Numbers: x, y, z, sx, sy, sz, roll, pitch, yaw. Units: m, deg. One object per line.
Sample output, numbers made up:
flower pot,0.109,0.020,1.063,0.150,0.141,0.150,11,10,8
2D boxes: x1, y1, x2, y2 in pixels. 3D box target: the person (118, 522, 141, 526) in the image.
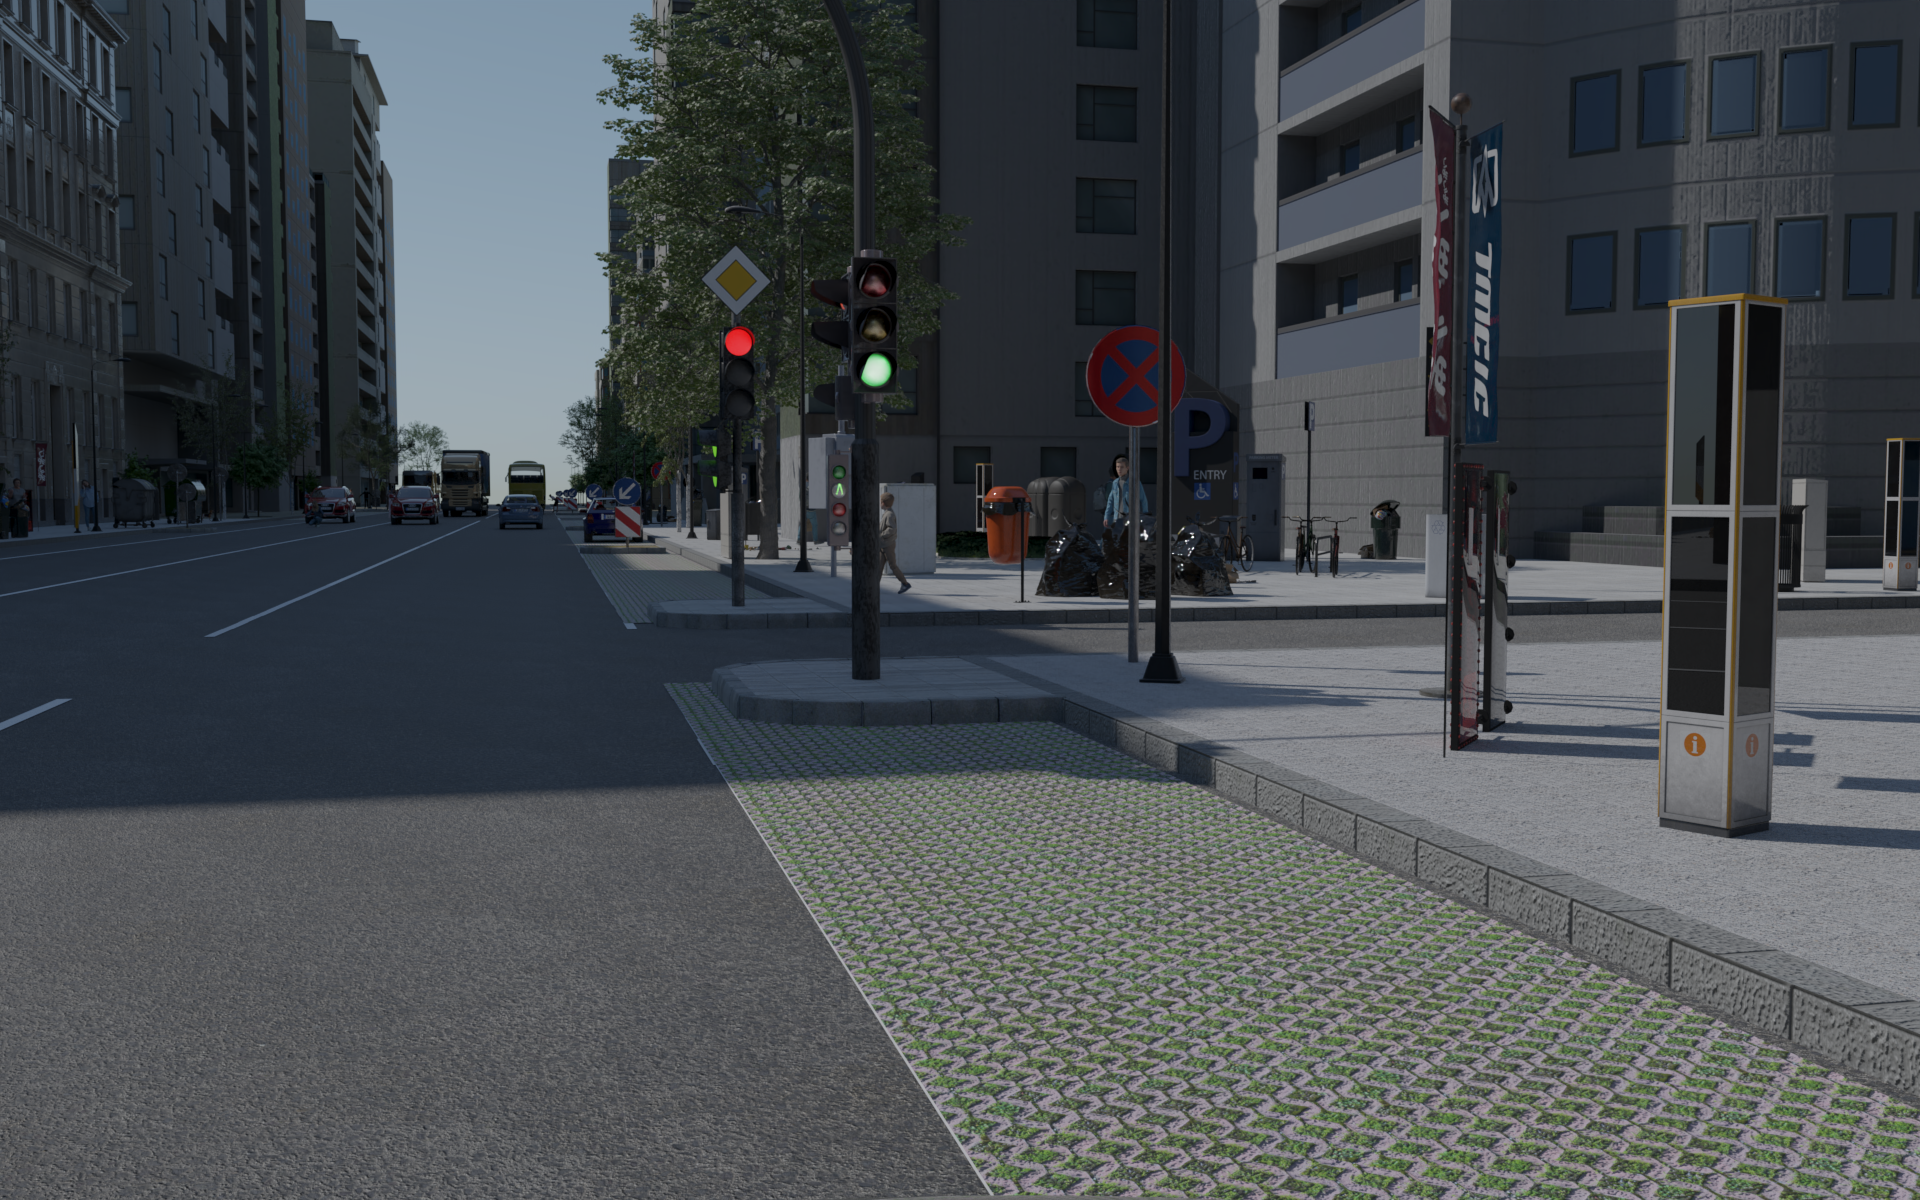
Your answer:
person,-33.083,-3.830,68.943,0.850,1.792,0.678,-3,5,-42

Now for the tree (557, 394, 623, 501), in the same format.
tree,-37.692,-15.417,177.817,9.928,11.665,9.643,0,3,0

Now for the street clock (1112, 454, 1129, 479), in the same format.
street clock,2.967,-1.626,31.156,0.358,2.002,0.471,-2,4,-35

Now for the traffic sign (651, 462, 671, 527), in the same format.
traffic sign,-11.740,-4.159,68.098,0.768,2.556,0.104,0,4,-4

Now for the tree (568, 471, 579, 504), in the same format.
tree,-26.689,-8.916,129.485,4.285,4.588,4.351,0,3,0

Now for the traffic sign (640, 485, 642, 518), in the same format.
traffic sign,-15.042,-4.989,81.669,0.768,2.556,0.104,-1,4,-9

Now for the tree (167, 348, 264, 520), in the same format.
tree,-37.224,-8.345,86.800,4.360,8.622,3.978,0,3,0

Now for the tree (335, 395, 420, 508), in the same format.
tree,-55.087,-13.984,163.052,8.767,10.594,7.601,-1,4,-9

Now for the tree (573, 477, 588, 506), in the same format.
tree,-42.222,-12.143,193.143,1.663,3.219,1.824,0,3,0

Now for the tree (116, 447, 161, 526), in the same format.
tree,-33.609,-4.646,70.569,1.663,3.219,1.824,0,3,0

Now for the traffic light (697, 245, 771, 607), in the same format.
traffic light,-2.556,-1.883,19.701,0.839,4.253,0.868,-1,4,-14

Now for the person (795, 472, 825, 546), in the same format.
person,-3.744,-2.239,42.637,0.713,1.824,0.794,-2,4,-34

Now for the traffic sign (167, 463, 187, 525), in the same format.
traffic sign,-32.566,-4.402,72.074,0.768,2.556,0.104,-1,4,-13

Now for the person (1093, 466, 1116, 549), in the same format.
person,2.899,-1.638,32.812,0.713,1.824,0.794,1,4,21

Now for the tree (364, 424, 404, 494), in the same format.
tree,-57.773,-13.657,173.655,4.737,8.622,4.395,0,3,0

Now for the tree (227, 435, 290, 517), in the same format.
tree,-39.112,-6.898,96.500,4.285,4.588,4.351,0,3,0

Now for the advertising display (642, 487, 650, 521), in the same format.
advertising display,-14.918,-4.719,82.368,0.123,1.923,0.974,1,4,9

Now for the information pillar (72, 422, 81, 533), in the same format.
information pillar,-29.042,-4.010,56.917,0.183,3.616,0.504,-1,4,-19

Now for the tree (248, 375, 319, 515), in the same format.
tree,-41.575,-9.600,107.329,4.737,8.622,4.395,0,3,0

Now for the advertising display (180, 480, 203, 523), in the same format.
advertising display,-34.070,-4.371,76.672,0.974,1.923,0.123,-2,4,-26

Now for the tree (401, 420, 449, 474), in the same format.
tree,-74.933,-19.424,243.333,9.928,11.665,9.643,0,3,0

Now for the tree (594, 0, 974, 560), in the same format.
tree,-3.397,-7.079,33.873,7.486,12.596,7.792,0,3,0

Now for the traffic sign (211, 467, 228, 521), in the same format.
traffic sign,-35.040,-5.011,82.028,0.768,2.556,0.104,-1,4,-10

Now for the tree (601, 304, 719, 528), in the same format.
tree,-10.445,-7.010,64.973,4.360,8.622,3.978,0,3,0

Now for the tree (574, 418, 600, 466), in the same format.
tree,-34.543,-13.028,163.371,4.360,8.622,3.978,0,3,0

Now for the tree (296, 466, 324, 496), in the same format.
tree,-44.084,-7.515,117.463,1.663,3.219,1.824,0,3,0

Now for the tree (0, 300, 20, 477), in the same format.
tree,-26.538,-5.791,45.046,4.360,8.622,3.978,0,3,0

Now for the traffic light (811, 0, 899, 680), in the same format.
traffic light,-2.697,-2.241,11.310,4.771,5.953,1.251,-1,4,-14

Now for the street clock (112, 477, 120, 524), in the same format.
street clock,-36.196,-4.266,74.321,0.358,2.002,0.471,-1,4,-16

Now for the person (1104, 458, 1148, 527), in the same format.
person,2.335,-1.094,24.269,0.601,1.785,0.444,3,5,41

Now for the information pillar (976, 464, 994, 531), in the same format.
information pillar,0.601,-2.292,41.959,0.304,2.012,0.304,-2,4,-34

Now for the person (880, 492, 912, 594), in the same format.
person,-0.922,-0.725,22.173,0.640,1.303,0.475,-1,4,-23

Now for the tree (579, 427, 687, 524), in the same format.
tree,-13.422,-5.564,74.686,4.285,4.588,4.351,0,3,0

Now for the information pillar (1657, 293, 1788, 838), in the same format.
information pillar,2.893,-0.128,6.584,0.304,2.012,0.304,-3,4,-36

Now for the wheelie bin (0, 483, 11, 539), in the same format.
wheelie bin,-27.343,-2.513,49.001,0.980,1.594,0.693,0,4,-5

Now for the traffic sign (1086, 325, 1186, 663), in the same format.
traffic sign,1.322,-0.797,13.138,0.768,2.556,0.104,0,4,-6

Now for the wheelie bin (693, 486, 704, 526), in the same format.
wheelie bin,-10.499,-3.718,68.698,0.693,1.594,0.980,-1,4,-9

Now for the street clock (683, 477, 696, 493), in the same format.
street clock,-11.076,-4.055,70.875,0.471,2.002,0.358,1,4,17

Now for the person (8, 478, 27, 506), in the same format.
person,-29.408,-2.905,53.899,0.532,1.782,0.716,3,5,41

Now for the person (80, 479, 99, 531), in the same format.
person,-30.279,-3.302,60.294,0.793,1.790,0.793,1,4,17

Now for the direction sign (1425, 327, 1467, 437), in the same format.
direction sign,6.751,-1.926,23.495,0.876,3.537,0.379,1,4,8

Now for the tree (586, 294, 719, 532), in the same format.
tree,-9.657,-6.570,57.783,4.737,8.622,4.395,0,3,0

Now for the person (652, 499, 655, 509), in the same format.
person,-16.138,-5.070,89.059,0.853,1.813,0.709,2,4,25

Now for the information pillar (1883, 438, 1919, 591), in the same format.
information pillar,12.474,-1.127,22.925,0.304,2.012,0.304,-1,4,-9
